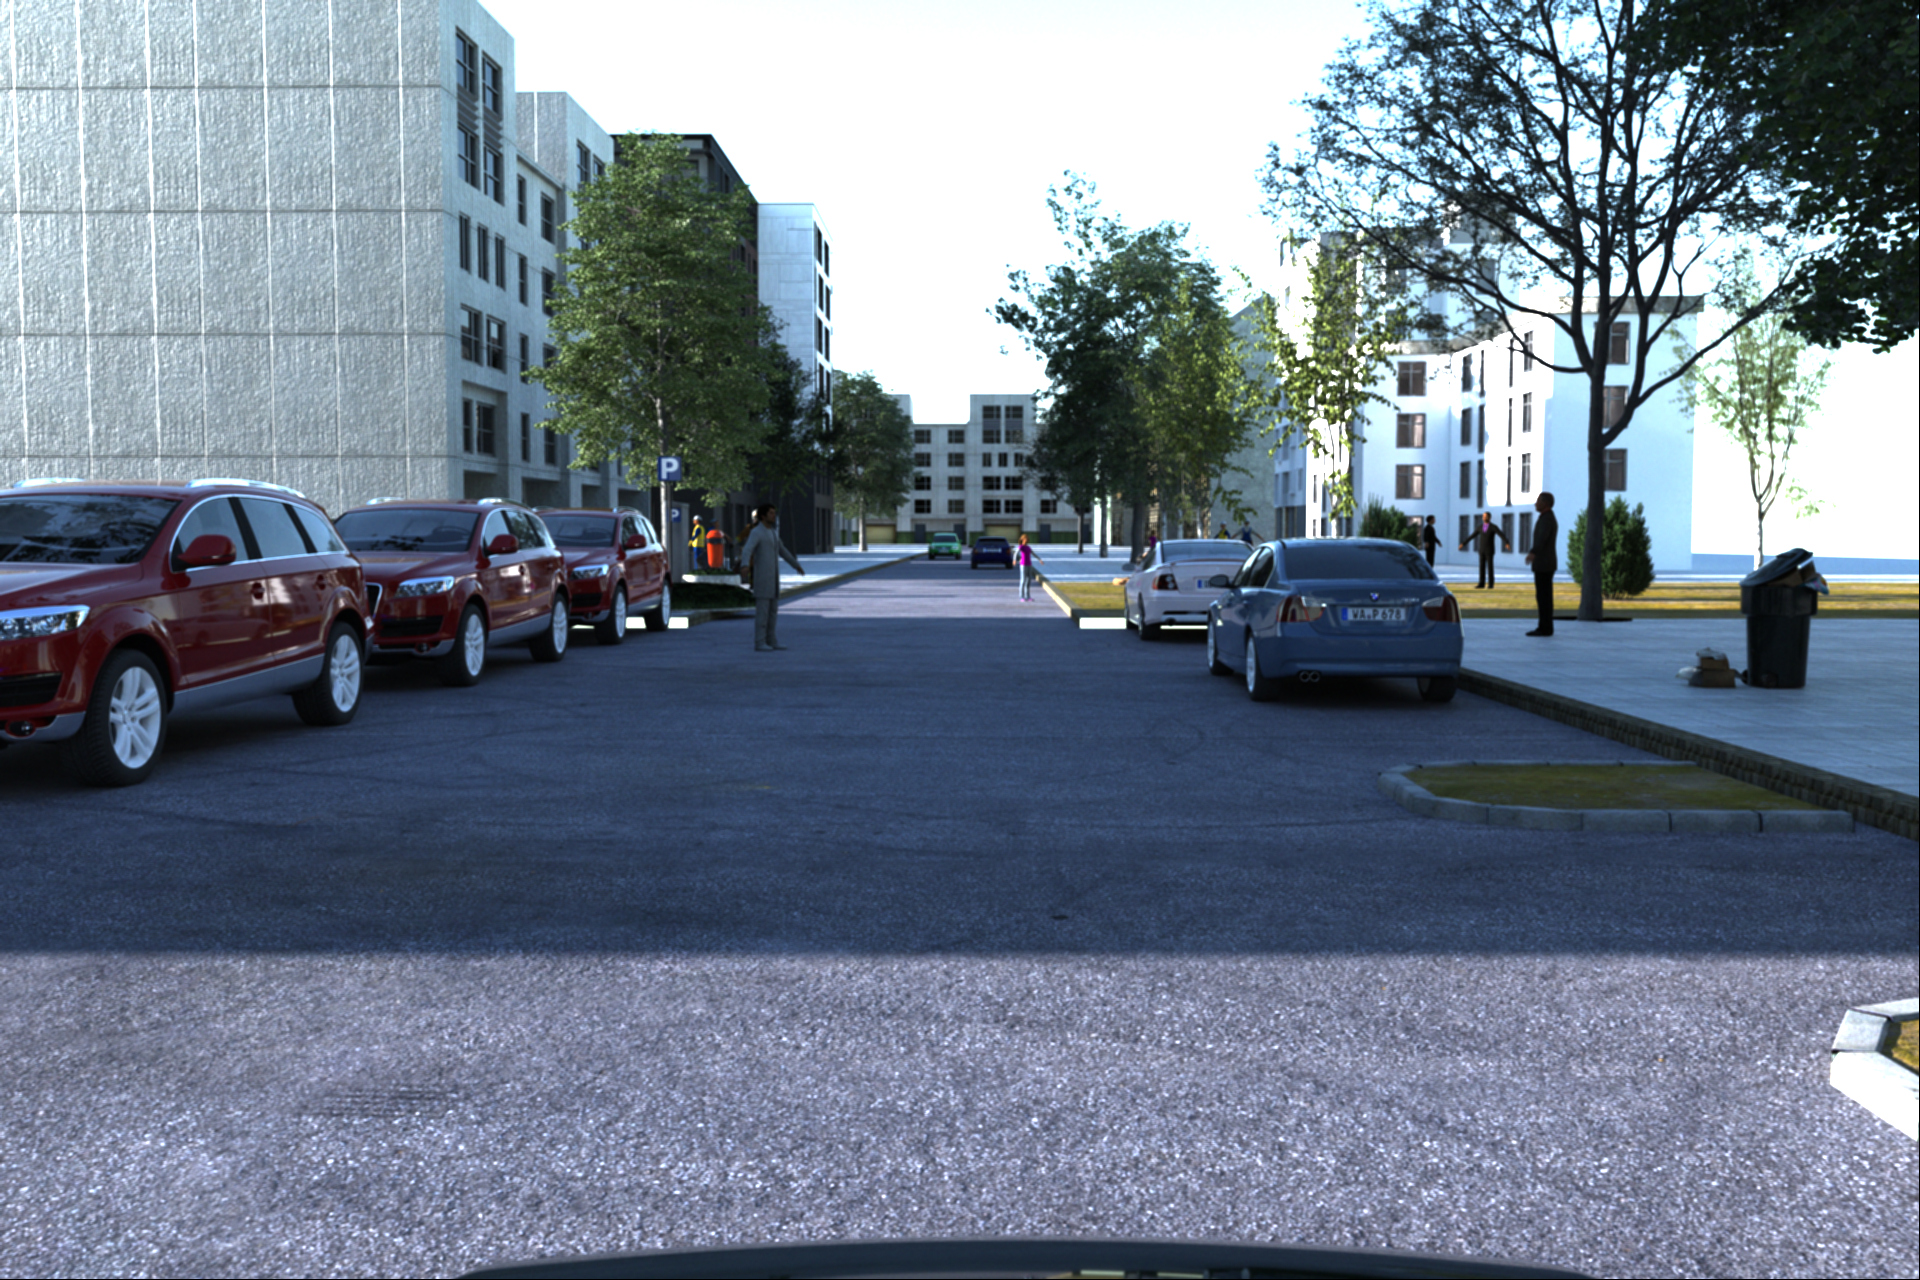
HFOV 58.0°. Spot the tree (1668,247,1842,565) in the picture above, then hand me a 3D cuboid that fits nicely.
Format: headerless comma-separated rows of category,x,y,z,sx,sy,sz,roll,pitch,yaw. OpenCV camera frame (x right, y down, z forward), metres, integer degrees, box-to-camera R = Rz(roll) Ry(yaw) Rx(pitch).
tree,20.616,-5.737,44.168,4.360,8.622,3.978,0,3,0

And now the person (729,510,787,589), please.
person,-4.688,-2.101,40.113,1.354,1.858,0.705,-1,4,-13

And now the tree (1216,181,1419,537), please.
tree,7.491,-5.193,35.270,4.737,8.622,4.395,0,3,0

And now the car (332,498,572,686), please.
car,-5.531,-0.570,17.995,2.281,1.827,5.304,0,4,2

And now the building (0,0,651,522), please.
building,-24.047,-12.434,69.747,16.747,18.905,31.486,0,4,1

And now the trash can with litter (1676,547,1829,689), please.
trash can with litter,6.613,-0.188,14.466,1.055,1.170,0.624,0,4,1

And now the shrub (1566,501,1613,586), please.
shrub,15.239,-2.273,41.210,1.661,2.075,1.752,0,3,0

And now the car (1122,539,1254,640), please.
car,3.384,-0.754,24.690,2.083,1.381,4.827,0,4,2

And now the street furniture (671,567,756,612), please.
street furniture,-8.454,-0.915,30.582,10.072,0.657,5.734,0,4,-2

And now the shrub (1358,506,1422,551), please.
shrub,11.307,-2.541,45.594,1.661,2.075,1.752,0,3,0

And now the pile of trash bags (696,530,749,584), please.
pile of trash bags,-6.017,-2.130,44.575,1.912,1.369,3.447,0,4,2

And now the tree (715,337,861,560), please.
tree,-8.128,-9.010,81.720,7.601,10.594,8.767,2,4,28

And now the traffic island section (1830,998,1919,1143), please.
traffic island section,3.249,1.148,4.098,1.991,0.108,1.994,0,4,1

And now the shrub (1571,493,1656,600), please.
shrub,12.745,-1.817,33.752,1.661,2.075,1.752,0,3,0

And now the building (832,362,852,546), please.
building,-21.292,-19.602,186.954,16.747,18.905,31.486,0,4,1

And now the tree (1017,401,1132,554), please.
tree,7.855,-10.903,112.680,8.767,10.594,7.601,0,4,3

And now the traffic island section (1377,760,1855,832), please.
traffic island section,3.330,0.828,9.336,1.991,0.108,1.994,0,4,2

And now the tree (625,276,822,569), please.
tree,-8.594,-7.845,62.673,7.601,10.594,8.767,-1,4,-9

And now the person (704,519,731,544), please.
person,-8.672,-3.362,61.092,1.347,1.817,0.704,-3,5,-42

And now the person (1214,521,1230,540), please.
person,9.837,-3.599,65.308,0.721,1.772,1.216,-2,4,-26

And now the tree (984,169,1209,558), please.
tree,6.424,-14.494,92.864,12.611,20.169,13.585,0,3,0

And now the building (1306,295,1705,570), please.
building,21.923,-8.134,75.135,9.099,9.664,28.070,0,4,1

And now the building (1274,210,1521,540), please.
building,24.913,-15.388,108.007,16.016,20.090,11.380,0,4,1

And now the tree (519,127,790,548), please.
tree,-8.702,-8.030,49.424,7.486,12.596,7.792,0,3,0

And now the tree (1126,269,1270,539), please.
tree,6.679,-5.970,47.978,4.737,8.622,4.395,0,3,0

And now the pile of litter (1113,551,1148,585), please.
pile of litter,4.444,-1.821,43.740,1.176,0.858,1.719,0,4,0

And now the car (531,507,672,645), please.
car,-5.366,-0.945,24.121,2.281,1.827,5.304,0,4,1

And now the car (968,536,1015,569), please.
car,1.314,-3.634,72.002,1.945,1.354,3.894,0,4,0

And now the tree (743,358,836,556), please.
tree,-7.612,-7.516,73.245,4.737,8.622,4.395,0,3,0

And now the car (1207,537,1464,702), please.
car,3.382,-0.252,16.119,2.014,1.417,4.499,0,4,1

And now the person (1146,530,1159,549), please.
person,7.113,-3.306,63.323,0.599,1.433,0.991,-3,4,-36

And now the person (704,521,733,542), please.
person,-8.115,-3.135,58.064,1.217,1.733,0.721,-2,4,-32

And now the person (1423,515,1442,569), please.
person,13.151,-2.578,48.332,0.705,1.806,1.347,2,4,32

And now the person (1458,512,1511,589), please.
person,12.389,-2.114,40.792,0.704,1.802,1.346,-3,5,-42

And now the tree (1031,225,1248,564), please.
tree,7.620,-10.181,73.118,9.857,13.997,8.962,0,3,0

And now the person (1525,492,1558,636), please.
person,7.334,-0.957,21.827,0.705,1.807,1.348,2,4,26

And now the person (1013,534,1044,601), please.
person,1.452,-1.547,37.009,0.599,1.433,0.991,3,5,41

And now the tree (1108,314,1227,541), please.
tree,6.747,-6.647,59.043,4.360,8.622,3.978,0,3,0

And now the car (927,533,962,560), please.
car,-0.840,-5.458,98.038,1.959,1.807,4.718,0,4,2

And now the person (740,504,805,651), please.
person,-2.359,-0.778,21.360,0.705,1.806,1.347,2,4,26

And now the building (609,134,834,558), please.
building,-22.981,-15.977,105.193,27.936,21.610,32.646,0,4,1

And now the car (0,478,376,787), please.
car,-5.652,-0.175,11.528,2.281,1.827,5.304,0,4,2

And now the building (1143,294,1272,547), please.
building,27.901,-20.554,166.989,19.493,23.208,18.063,0,4,1

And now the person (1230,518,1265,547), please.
person,9.932,-3.314,60.037,1.347,1.847,0.705,1,4,9

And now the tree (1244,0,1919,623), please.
tree,9.506,-7.030,25.311,12.009,13.543,11.850,0,3,0

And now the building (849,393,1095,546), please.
building,1.152,-21.735,224.287,31.486,18.905,16.747,0,4,0

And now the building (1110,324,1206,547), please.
building,26.071,-21.699,185.707,19.493,23.208,18.063,0,4,1

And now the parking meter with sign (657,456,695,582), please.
parking meter with sign,-6.470,-2.661,39.766,0.543,3.016,1.738,0,4,3

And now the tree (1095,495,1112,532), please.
tree,19.662,-16.419,218.804,4.360,8.622,3.978,0,3,0

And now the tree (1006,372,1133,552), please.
tree,8.504,-13.041,123.591,12.009,13.543,11.850,0,3,0

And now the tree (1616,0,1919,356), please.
tree,9.402,-6.499,12.911,9.857,13.997,8.962,0,3,0

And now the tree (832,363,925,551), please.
tree,-7.133,-13.573,128.577,9.857,13.997,8.962,0,3,0

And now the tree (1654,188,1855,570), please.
tree,17.186,-5.293,36.900,4.360,8.622,3.978,0,3,0

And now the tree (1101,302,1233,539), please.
tree,7.161,-6.365,54.423,4.360,8.622,3.978,0,3,0

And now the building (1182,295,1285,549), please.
building,29.454,-19.403,148.174,19.493,23.208,18.063,0,4,1

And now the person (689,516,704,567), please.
person,-7.893,-2.817,52.026,0.705,1.833,1.349,0,4,4
